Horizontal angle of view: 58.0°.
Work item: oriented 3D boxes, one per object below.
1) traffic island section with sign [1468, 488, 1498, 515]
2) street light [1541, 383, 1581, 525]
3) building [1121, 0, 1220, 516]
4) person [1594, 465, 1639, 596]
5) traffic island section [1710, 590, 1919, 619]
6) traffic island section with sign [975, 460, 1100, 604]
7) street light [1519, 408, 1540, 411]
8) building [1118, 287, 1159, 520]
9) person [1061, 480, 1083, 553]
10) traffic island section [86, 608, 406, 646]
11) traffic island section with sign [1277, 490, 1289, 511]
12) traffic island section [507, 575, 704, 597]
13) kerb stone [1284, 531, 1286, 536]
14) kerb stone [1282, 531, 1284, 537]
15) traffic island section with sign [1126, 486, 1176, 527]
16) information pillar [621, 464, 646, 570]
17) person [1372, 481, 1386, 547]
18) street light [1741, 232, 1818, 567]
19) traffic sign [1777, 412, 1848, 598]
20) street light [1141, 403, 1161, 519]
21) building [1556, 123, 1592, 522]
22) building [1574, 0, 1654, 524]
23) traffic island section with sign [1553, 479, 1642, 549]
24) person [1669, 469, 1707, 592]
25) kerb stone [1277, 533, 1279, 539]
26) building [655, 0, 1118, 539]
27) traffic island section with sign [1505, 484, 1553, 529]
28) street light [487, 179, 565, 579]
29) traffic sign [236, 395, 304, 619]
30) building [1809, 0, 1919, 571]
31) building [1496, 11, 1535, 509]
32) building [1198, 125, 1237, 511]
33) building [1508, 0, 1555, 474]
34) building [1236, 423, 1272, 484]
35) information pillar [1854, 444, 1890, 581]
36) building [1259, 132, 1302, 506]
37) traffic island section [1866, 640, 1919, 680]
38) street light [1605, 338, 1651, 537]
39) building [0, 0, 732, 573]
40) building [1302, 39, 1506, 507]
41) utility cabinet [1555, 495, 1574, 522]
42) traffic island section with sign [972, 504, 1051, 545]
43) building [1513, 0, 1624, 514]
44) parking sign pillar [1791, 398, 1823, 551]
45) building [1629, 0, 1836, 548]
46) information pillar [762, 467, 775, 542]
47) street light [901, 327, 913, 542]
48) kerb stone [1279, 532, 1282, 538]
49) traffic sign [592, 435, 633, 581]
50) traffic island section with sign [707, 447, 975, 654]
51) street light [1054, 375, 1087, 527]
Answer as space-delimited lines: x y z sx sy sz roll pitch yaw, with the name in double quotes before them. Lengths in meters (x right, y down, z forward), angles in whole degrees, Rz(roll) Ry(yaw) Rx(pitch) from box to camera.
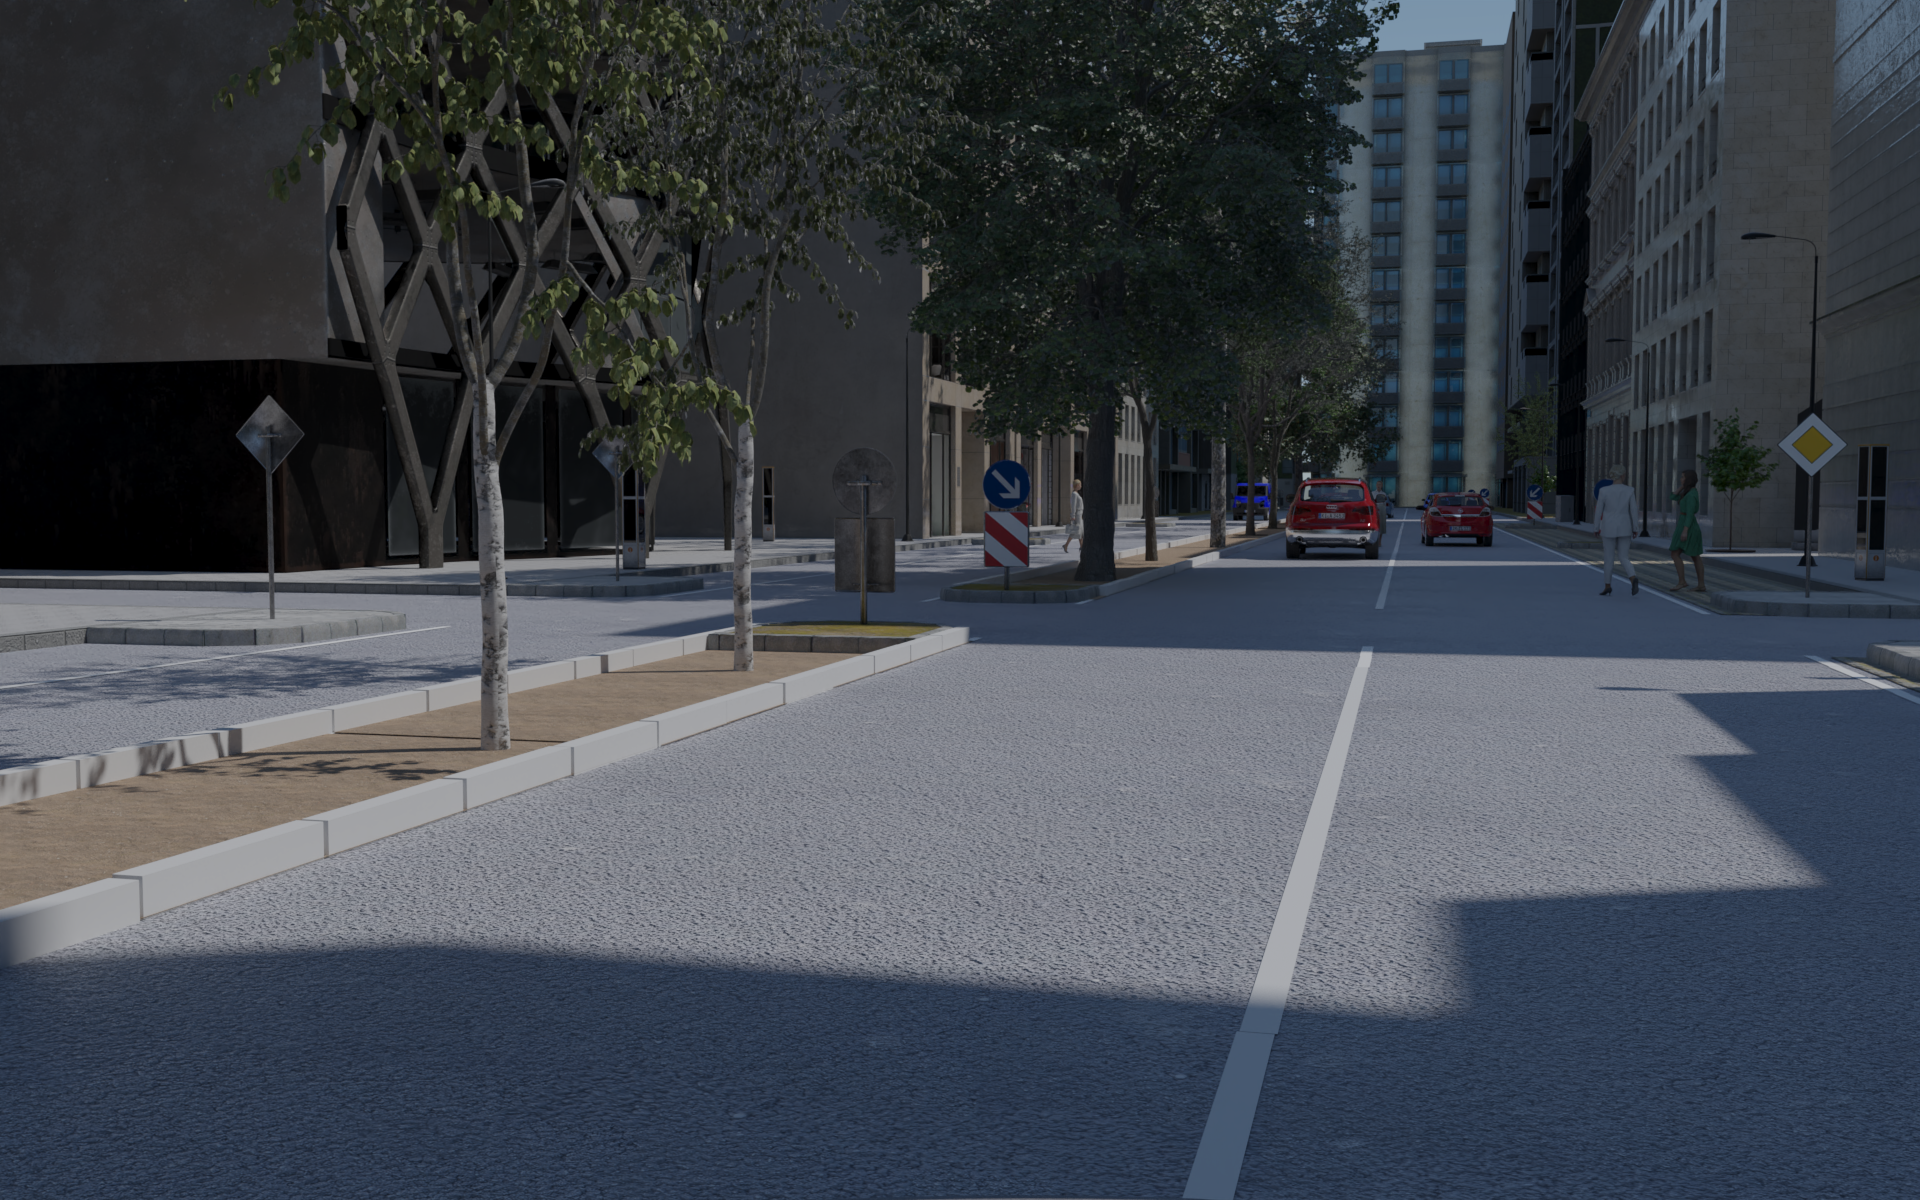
"traffic island section with sign" 36.269 -6.827 120.242 1.989 1.847 2.006 1 4 15
"street light" 25.330 -6.118 72.563 1.470 5.913 1.316 1 4 15
"building" 5.321 -28.139 114.695 22.147 44.769 28.867 1 4 15
"person" 9.200 -0.967 24.194 0.514 1.842 0.818 0 4 -7
"traffic island section" 10.512 0.051 21.447 2.009 0.180 2.903 1 4 15
"traffic island section with sign" 0.779 -0.947 23.625 2.006 1.907 1.989 1 4 15
"street light" 30.825 -7.387 93.325 1.470 5.913 1.316 1 4 15
"building" 4.183 -14.483 91.547 10.420 20.320 16.860 1 4 15
"person" 2.796 -2.032 42.070 0.624 1.780 0.694 1 4 18
"traffic island section" -7.073 0.276 17.766 2.009 0.180 2.903 1 4 15
"traffic island section with sign" 27.840 -8.672 150.411 1.989 1.847 2.006 1 4 15
"traffic island section" -5.060 -0.197 25.494 2.009 0.180 2.903 1 4 15
"kerb stone" 10.645 -2.151 57.447 0.120 0.150 1.000 1 4 15
"kerb stone" 10.387 -2.095 56.455 0.120 0.150 1.000 1 4 15
"traffic island section with sign" 8.383 -4.105 75.744 1.989 1.847 2.006 1 4 15
"information pillar" -5.551 -1.527 29.455 0.304 2.012 0.304 1 4 16
"person" 11.385 -2.353 47.193 0.478 1.798 0.641 1 4 16
"street light" 14.555 -3.562 30.782 1.470 5.913 1.316 1 4 15
"traffic sign" 10.488 -1.085 21.376 0.795 2.450 0.064 1 4 15
"street light" 9.908 -7.072 88.160 1.470 5.913 1.316 1 4 15
"building" 36.097 -15.528 83.564 12.332 23.373 15.834 1 4 15
"building" 30.313 -14.057 65.981 11.583 22.565 21.152 1 4 15
"traffic island section with sign" 16.848 -2.266 45.672 1.989 1.847 2.006 1 4 15
"person" 10.617 -1.007 25.213 0.529 1.795 0.600 1 4 14
"kerb stone" 9.868 -1.973 54.462 0.120 0.150 1.000 1 4 15
"building" -6.075 -16.086 67.522 19.350 26.468 34.151 1 4 15
"traffic island section with sign" 23.644 -3.861 71.760 1.989 1.847 2.006 1 4 15
"street light" -6.492 -3.258 25.809 1.470 5.913 1.316 1 4 15
"traffic sign" -7.049 -0.860 17.699 0.795 2.450 0.064 1 4 15
"building" 36.572 -15.024 22.051 44.131 29.872 17.030 1 4 15
"building" 56.672 -31.031 157.473 14.600 45.320 14.200 1 4 15
"building" 13.979 -22.223 135.044 14.160 30.474 14.107 1 4 15
"building" 57.805 -33.389 135.147 28.713 52.752 27.495 1 4 15
"building" 13.878 -19.501 163.880 28.899 21.520 27.650 1 4 15
"information pillar" 13.500 -1.294 25.648 0.304 2.012 0.304 0 4 -5
"building" 29.725 -30.825 187.586 14.086 41.232 14.154 1 4 15
"traffic island section" 8.499 0.524 13.719 2.009 0.180 2.903 1 4 15
"street light" 19.883 -4.835 51.588 1.470 5.913 1.316 1 4 15
"building" -13.819 -10.360 36.832 16.820 18.784 16.811 1 4 15
"building" 52.364 -34.637 185.920 30.456 49.044 23.786 1 4 15
"utility cabinet" 27.684 -4.165 79.267 1.020 1.237 0.306 -3 4 -37
"traffic island section with sign" 1.530 -2.497 49.451 1.989 1.847 2.006 1 4 15
"building" 47.677 -41.198 111.837 20.563 71.187 20.611 1 4 15
"parking sign pillar" 19.728 -3.110 39.320 1.447 3.967 1.447 3 4 38
"building" 25.200 -11.806 47.776 10.420 20.320 16.860 1 4 15
"information pillar" -5.168 -2.586 46.773 0.304 2.012 0.304 0 3 0
"street light" -0.903 -4.526 46.547 1.470 5.913 1.316 1 4 15
"kerb stone" 10.126 -2.033 55.463 0.120 0.150 1.000 1 4 15
"traffic sign" -5.035 -1.332 25.427 0.795 2.450 0.064 1 4 15
"traffic island section with sign" -1.098 -0.509 16.459 2.006 1.907 1.989 1 4 15
"street light" 4.398 -5.799 67.360 1.470 5.913 1.316 1 4 15
